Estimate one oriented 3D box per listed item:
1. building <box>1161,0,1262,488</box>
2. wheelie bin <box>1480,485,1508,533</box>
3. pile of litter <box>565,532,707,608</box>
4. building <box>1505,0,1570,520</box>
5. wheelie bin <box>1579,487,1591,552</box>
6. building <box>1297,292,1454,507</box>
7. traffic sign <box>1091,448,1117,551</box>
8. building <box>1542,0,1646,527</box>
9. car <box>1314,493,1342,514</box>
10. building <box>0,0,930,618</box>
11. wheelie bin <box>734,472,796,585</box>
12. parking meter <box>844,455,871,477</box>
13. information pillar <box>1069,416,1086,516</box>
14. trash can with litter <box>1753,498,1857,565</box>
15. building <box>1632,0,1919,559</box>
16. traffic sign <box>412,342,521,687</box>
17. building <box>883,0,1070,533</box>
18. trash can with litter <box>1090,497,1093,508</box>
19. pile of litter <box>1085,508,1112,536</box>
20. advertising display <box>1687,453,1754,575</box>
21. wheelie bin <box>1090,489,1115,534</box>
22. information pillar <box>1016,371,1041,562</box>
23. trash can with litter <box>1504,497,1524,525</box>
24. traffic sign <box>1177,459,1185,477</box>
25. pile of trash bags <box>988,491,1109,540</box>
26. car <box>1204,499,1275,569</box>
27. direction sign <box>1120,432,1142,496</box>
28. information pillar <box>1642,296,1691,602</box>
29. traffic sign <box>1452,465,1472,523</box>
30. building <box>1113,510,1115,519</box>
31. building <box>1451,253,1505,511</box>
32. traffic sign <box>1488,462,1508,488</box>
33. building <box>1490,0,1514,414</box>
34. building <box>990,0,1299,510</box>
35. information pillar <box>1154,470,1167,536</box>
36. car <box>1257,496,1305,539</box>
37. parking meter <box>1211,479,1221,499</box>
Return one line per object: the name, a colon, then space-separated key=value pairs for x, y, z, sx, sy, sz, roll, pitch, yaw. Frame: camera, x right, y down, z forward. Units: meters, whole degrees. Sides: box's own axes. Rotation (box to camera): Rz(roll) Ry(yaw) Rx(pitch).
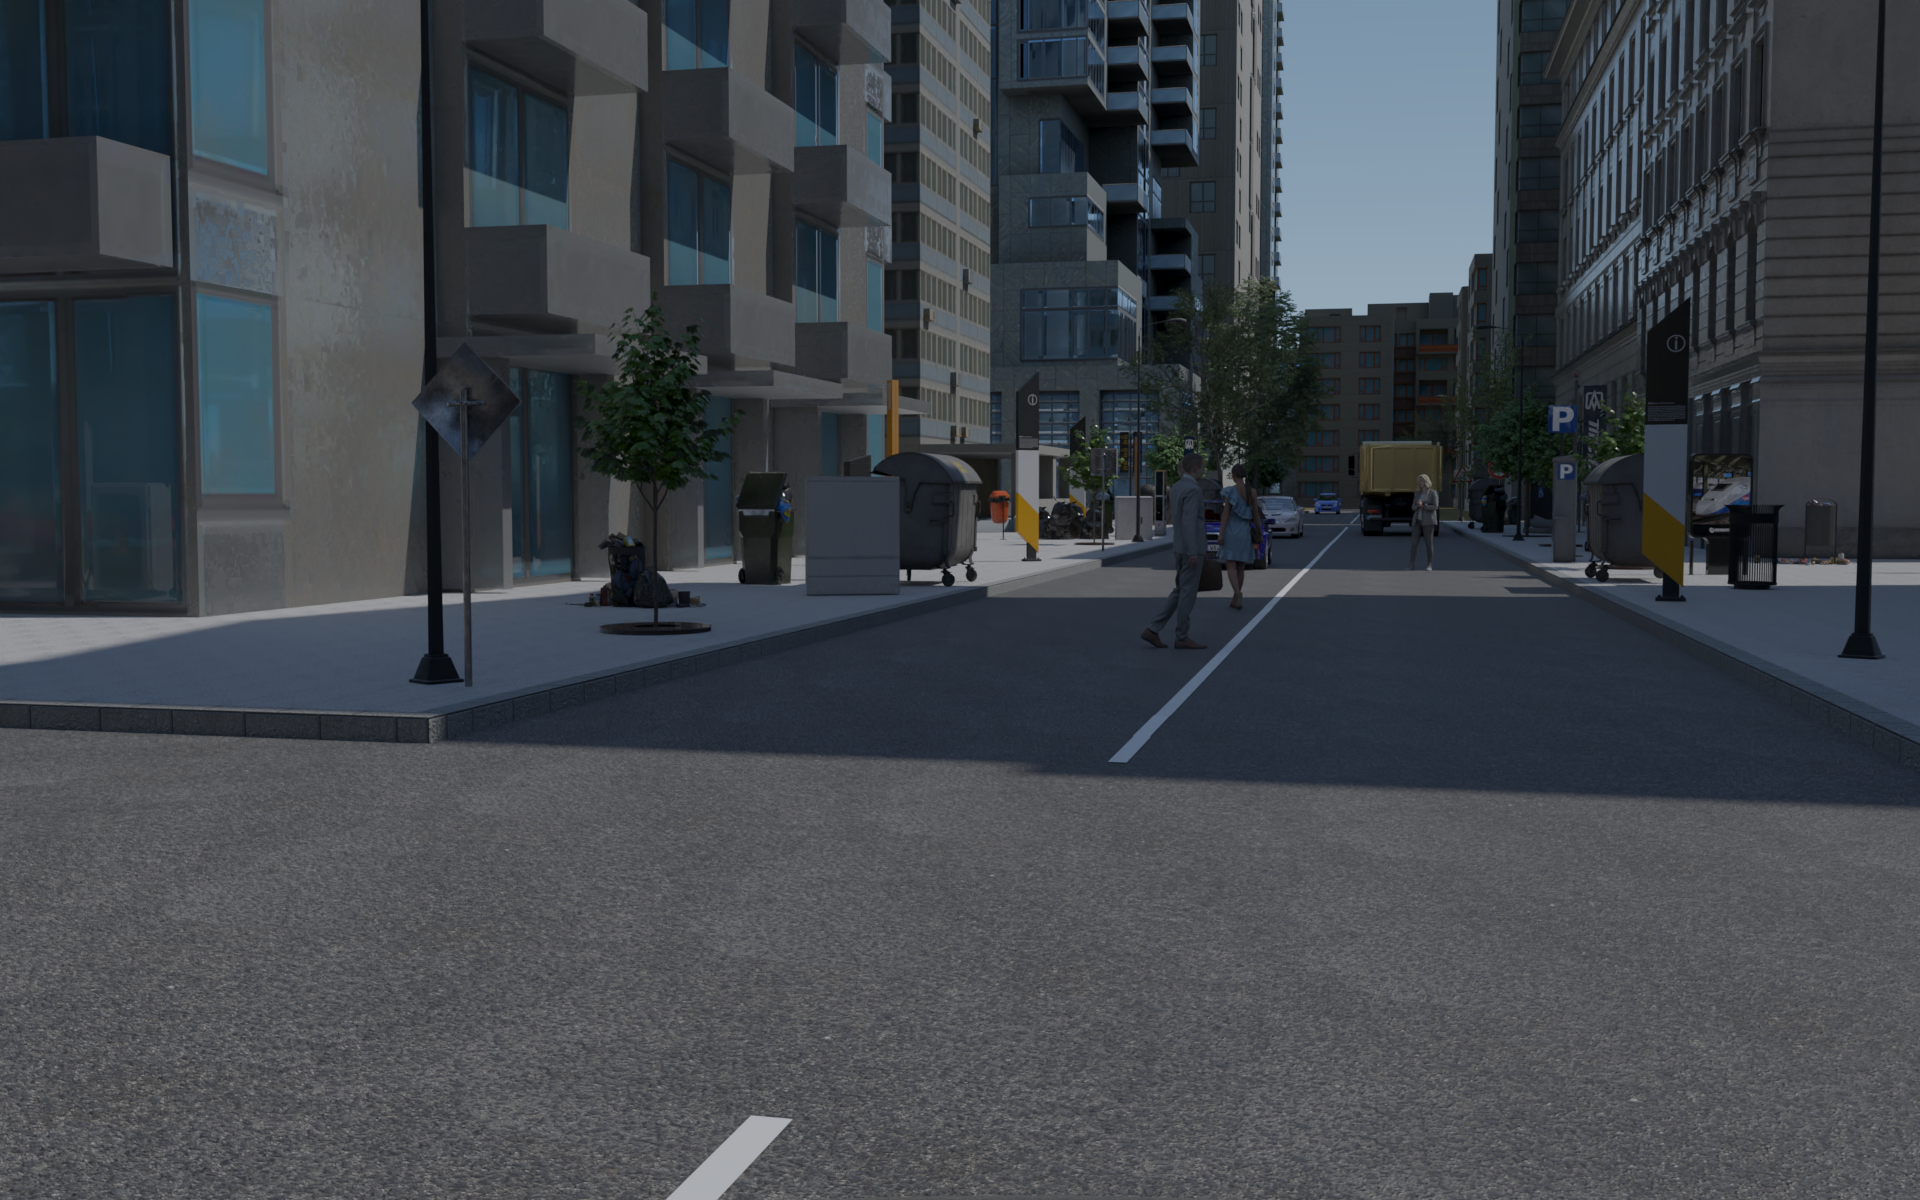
building: x=11.090 y=-33.985 z=144.894 sx=27.495 sy=52.752 sz=28.713 roll=1 pitch=4 yaw=14
wheelie bin: x=17.712 y=-3.026 z=57.377 sx=0.980 sy=1.594 sz=0.693 roll=-3 pitch=4 yaw=-37
pile of litter: x=-3.739 y=-0.367 z=19.966 sx=1.719 sy=0.858 sz=1.176 roll=3 pitch=4 yaw=37
building: x=35.555 y=-19.428 z=89.356 sx=14.160 sy=30.474 sz=14.107 roll=1 pitch=4 yaw=14
wheelie bin: x=14.265 y=-1.871 z=38.499 sx=0.980 sy=1.594 sz=0.693 roll=2 pitch=4 yaw=34
building: x=50.264 y=-20.416 z=178.840 sx=28.899 sy=21.520 sz=27.650 roll=1 pitch=4 yaw=14
traffic sign: x=3.216 y=-2.247 z=38.862 sx=0.606 sy=2.300 sz=0.079 roll=1 pitch=4 yaw=19
building: x=31.280 y=-14.137 z=64.431 sx=16.112 sy=22.955 sz=30.059 roll=1 pitch=4 yaw=14
car: x=26.170 y=-6.950 z=123.218 sx=1.945 sy=1.707 sz=3.694 roll=1 pitch=4 yaw=14
building: x=-14.174 y=-25.167 z=31.085 sx=23.786 sy=49.044 sz=30.456 roll=1 pitch=4 yaw=14
wheelie bin: x=-2.777 y=-1.028 z=24.713 sx=0.980 sy=1.594 sz=0.693 roll=1 pitch=4 yaw=22
parking meter: x=-1.538 y=-1.231 z=25.833 sx=0.399 sy=1.863 sz=0.255 roll=-2 pitch=4 yaw=-25
information pillar: x=3.543 y=-3.709 z=51.991 sx=0.504 sy=3.616 sz=0.183 roll=1 pitch=4 yaw=16
trash can with litter: x=15.403 y=-1.274 z=31.892 sx=2.233 sy=1.210 sz=1.678 roll=1 pitch=4 yaw=20
building: x=22.545 y=-11.771 z=41.603 sx=9.793 sy=20.994 sz=18.267 roll=1 pitch=4 yaw=14
traffic sign: x=-3.273 y=-0.480 z=11.483 sx=0.795 sy=2.450 sz=0.064 roll=1 pitch=4 yaw=14
building: x=-12.060 y=-22.944 z=67.017 sx=32.217 sy=40.220 sz=23.993 roll=1 pitch=4 yaw=14
trash can with litter: x=6.390 y=-4.182 z=79.768 sx=0.624 sy=1.170 sz=1.055 roll=-1 pitch=4 yaw=-22
pile of litter: x=3.829 y=-2.419 z=53.510 sx=1.719 sy=0.858 sz=1.176 roll=3 pitch=5 yaw=42
advertising display: x=12.054 y=-1.361 z=27.473 sx=0.974 sy=1.923 sz=0.123 roll=0 pitch=4 yaw=2
wheelie bin: x=4.618 y=-2.956 z=56.240 sx=0.693 sy=1.594 sz=0.980 roll=-1 pitch=4 yaw=-22
information pillar: x=1.291 y=-2.539 z=32.870 sx=0.504 sy=3.616 sz=0.183 roll=-2 pitch=4 yaw=-31
trash can with litter: x=22.728 y=-3.678 z=71.518 sx=1.055 sy=1.170 sz=0.624 roll=-2 pitch=4 yaw=-31
traffic sign: x=7.843 y=-3.646 z=59.722 sx=0.768 sy=2.556 sz=0.104 roll=1 pitch=4 yaw=20
pile of trash bags: x=2.417 y=-2.415 z=49.231 sx=3.447 sy=1.369 sz=1.912 roll=-1 pitch=4 yaw=-23
car: x=5.264 y=-1.327 z=34.269 sx=1.945 sy=1.354 sz=3.894 roll=1 pitch=4 yaw=12
direction sign: x=6.202 y=-4.338 z=62.922 sx=0.876 sy=3.537 sz=0.379 roll=2 pitch=4 yaw=30
information pillar: x=8.439 y=-1.793 z=20.675 sx=0.504 sy=3.616 sz=0.183 roll=1 pitch=4 yaw=23
traffic sign: x=22.608 y=-4.769 z=77.977 sx=0.884 sy=2.594 sz=0.081 roll=1 pitch=4 yaw=18
building: x=3.664 y=-48.227 z=101.187 sx=22.319 sy=86.520 sz=31.000 roll=1 pitch=4 yaw=14
building: x=53.780 y=-17.770 z=135.586 sx=27.650 sy=21.520 sz=28.899 roll=1 pitch=4 yaw=14
traffic sign: x=18.354 y=-3.598 z=58.934 sx=0.768 sy=2.556 sz=0.104 roll=1 pitch=4 yaw=20
building: x=47.878 y=-31.671 z=107.061 sx=28.713 sy=52.752 sz=27.495 roll=1 pitch=4 yaw=14
building: x=20.734 y=-53.179 z=182.154 sx=31.000 sy=86.520 sz=22.319 roll=1 pitch=4 yaw=14
information pillar: x=6.187 y=-2.991 z=53.394 sx=0.304 sy=2.012 sz=0.304 roll=1 pitch=4 yaw=23
car: x=10.392 y=-2.757 z=57.439 sx=2.083 sy=1.381 sz=4.827 roll=1 pitch=4 yaw=14
parking meter: x=9.776 y=-3.711 z=66.379 sx=0.255 sy=1.863 sz=0.399 roll=-3 pitch=4 yaw=-36
